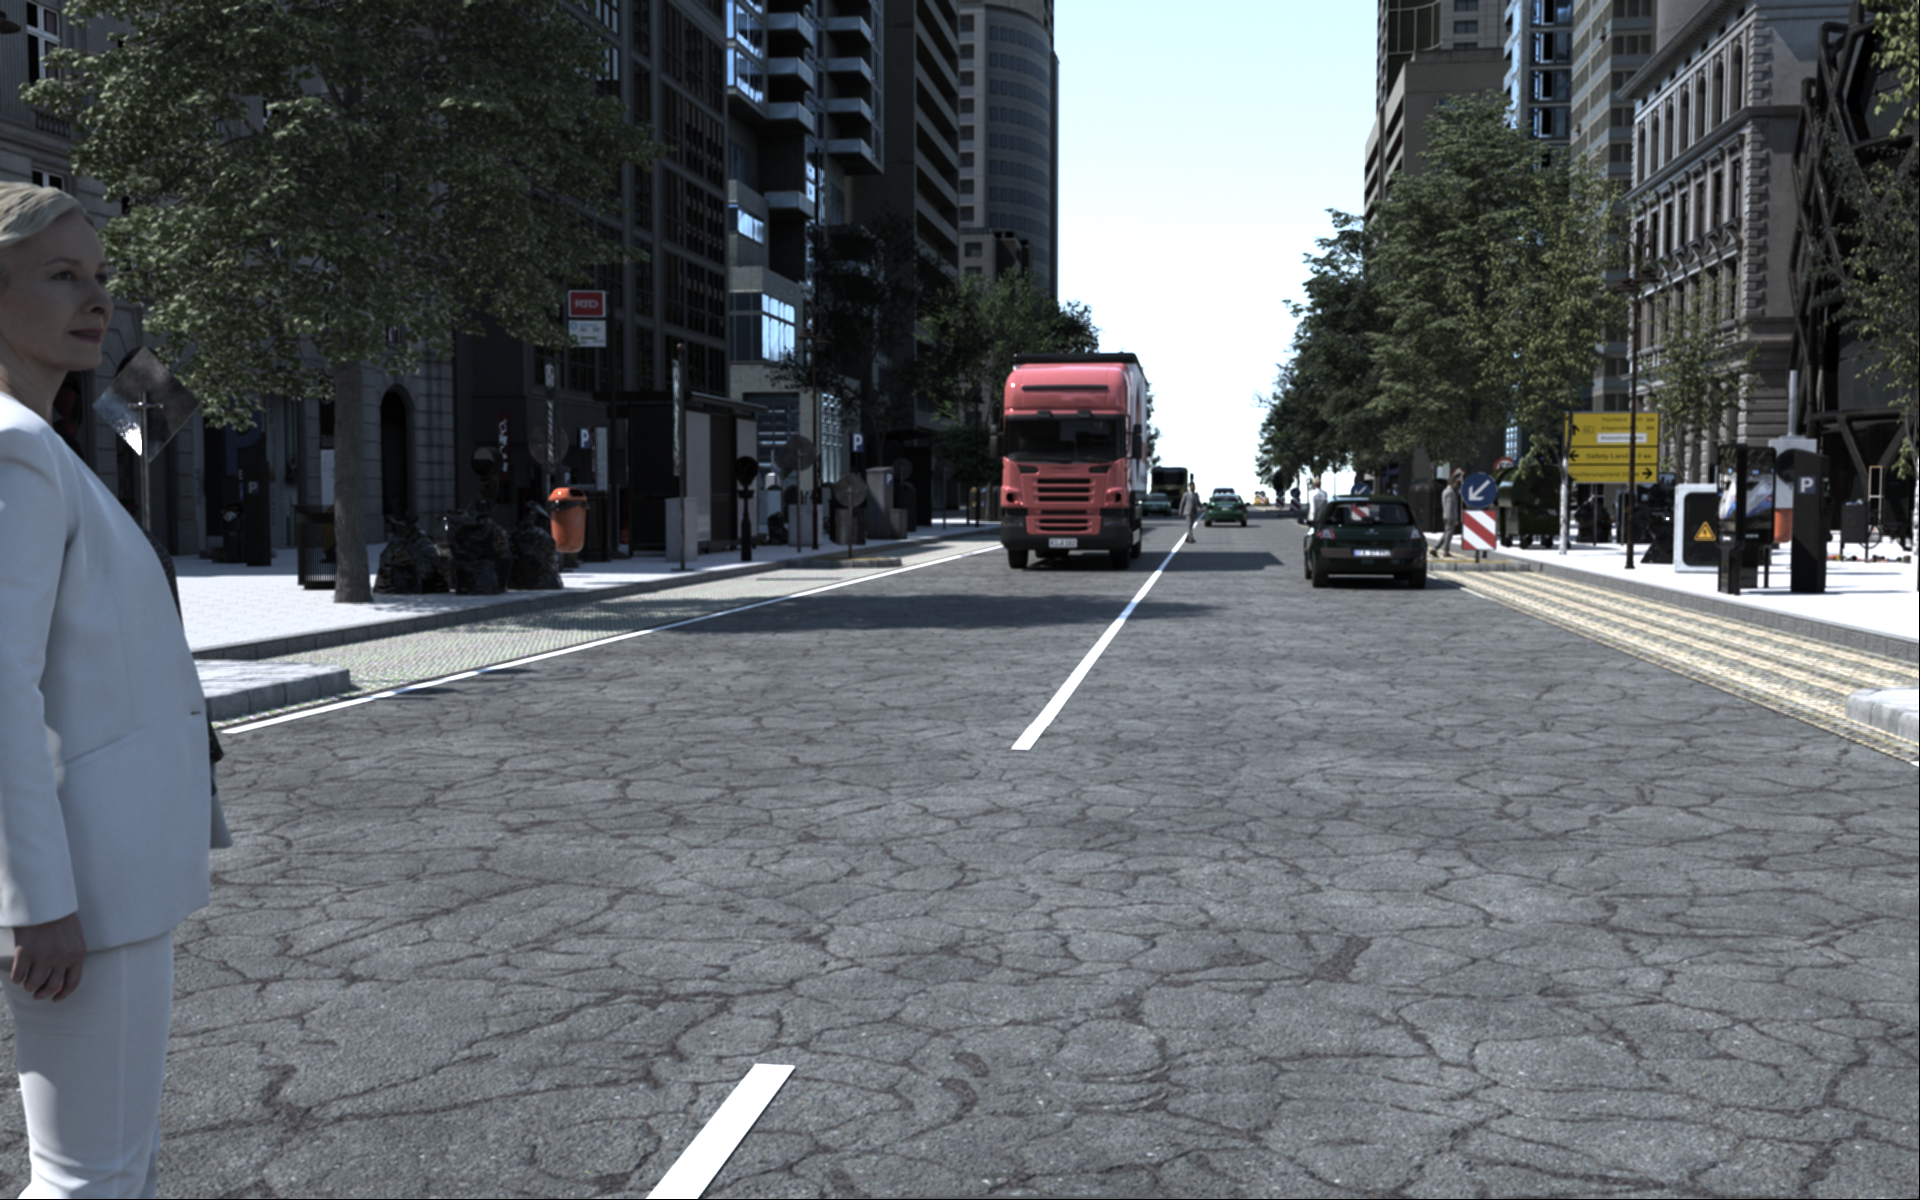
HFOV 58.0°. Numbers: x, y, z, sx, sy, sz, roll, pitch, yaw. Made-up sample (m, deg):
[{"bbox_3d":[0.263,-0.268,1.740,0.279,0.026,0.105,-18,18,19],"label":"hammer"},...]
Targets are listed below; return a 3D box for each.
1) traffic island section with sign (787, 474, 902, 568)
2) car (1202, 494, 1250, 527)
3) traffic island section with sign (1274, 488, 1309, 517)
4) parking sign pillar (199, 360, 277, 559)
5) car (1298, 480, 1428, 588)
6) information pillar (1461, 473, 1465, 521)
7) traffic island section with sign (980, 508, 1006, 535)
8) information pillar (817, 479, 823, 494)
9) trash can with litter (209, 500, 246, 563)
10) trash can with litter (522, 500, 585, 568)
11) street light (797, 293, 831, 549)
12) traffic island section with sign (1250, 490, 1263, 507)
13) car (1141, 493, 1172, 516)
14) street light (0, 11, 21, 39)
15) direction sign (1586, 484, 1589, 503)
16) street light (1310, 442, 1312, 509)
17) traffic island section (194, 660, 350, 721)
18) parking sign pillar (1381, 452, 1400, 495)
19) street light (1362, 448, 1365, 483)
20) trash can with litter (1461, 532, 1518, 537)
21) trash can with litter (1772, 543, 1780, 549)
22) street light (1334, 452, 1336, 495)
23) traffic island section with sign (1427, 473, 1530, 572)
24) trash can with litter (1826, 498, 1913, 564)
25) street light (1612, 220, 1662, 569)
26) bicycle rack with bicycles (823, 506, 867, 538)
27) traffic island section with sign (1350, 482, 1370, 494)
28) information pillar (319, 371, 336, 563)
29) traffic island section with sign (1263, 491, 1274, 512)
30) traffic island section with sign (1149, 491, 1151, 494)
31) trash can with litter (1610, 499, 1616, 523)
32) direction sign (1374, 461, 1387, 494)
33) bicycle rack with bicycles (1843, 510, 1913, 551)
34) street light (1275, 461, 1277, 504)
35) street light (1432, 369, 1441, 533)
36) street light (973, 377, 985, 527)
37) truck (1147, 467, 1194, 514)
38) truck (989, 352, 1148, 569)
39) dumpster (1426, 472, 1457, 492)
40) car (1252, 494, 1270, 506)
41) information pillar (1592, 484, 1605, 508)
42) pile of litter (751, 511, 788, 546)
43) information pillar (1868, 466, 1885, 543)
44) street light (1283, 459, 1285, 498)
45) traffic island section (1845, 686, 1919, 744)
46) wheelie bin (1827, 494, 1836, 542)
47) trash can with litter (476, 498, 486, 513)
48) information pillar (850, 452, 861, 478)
[{"bbox_3d":[-2.213,-1.563,34.177,1.989,1.847,2.006,1,4,8],"label":"traffic island section with sign"},{"bbox_3d":[11.826,-3.984,76.939,2.131,1.459,4.920,1,4,9],"label":"car"},{"bbox_3d":[20.970,-6.140,109.012,1.989,1.847,2.006,1,4,8],"label":"traffic island section with sign"},{"bbox_3d":[-14.460,-2.821,34.600,1.447,3.967,1.447,1,4,17],"label":"parking sign pillar"},{"bbox_3d":[6.463,-1.103,27.819,2.009,1.686,4.222,1,4,9],"label":"car"},{"bbox_3d":[17.421,-3.360,59.435,0.304,2.012,0.304,-2,4,-26],"label":"information pillar"},{"bbox_3d":[1.807,-3.213,61.162,1.989,1.847,2.006,1,4,8],"label":"traffic island section with sign"},{"bbox_3d":[-6.687,-4.749,82.130,0.304,2.012,0.304,2,4,26],"label":"information pillar"},{"bbox_3d":[-13.638,-1.275,32.238,1.055,1.170,0.624,3,4,37],"label":"trash can with litter"},{"bbox_3d":[-7.066,-1.148,30.159,1.055,1.170,0.624,0,4,8],"label":"trash can with litter"},{"bbox_3d":[-3.355,-4.111,39.995,0.468,5.910,1.993,1,4,8],"label":"street light"},{"bbox_3d":[33.076,-11.099,190.102,1.989,1.847,2.006,1,4,8],"label":"traffic island section with sign"},{"bbox_3d":[12.749,-6.340,112.455,1.959,1.807,4.718,1,4,10],"label":"car"},{"bbox_3d":[-7.450,-2.427,12.464,0.468,5.910,1.993,1,4,8],"label":"street light"},{"bbox_3d":[24.053,-4.548,66.360,0.379,3.537,0.876,1,4,12],"label":"direction sign"},{"bbox_3d":[26.783,-9.740,132.038,0.468,5.910,1.993,1,4,8],"label":"street light"},{"bbox_3d":[-5.553,0.638,11.845,2.009,0.180,2.903,1,4,8],"label":"traffic island section"},{"bbox_3d":[20.824,-5.785,83.059,1.447,3.967,1.447,1,4,9],"label":"parking sign pillar"},{"bbox_3d":[19.489,-6.779,83.623,0.468,5.910,1.993,1,4,8],"label":"street light"},{"bbox_3d":[15.902,-2.496,51.867,2.233,1.210,1.678,-1,4,-14],"label":"trash can with litter"},{"bbox_3d":[18.762,-1.772,40.353,0.624,1.170,1.055,1,4,13],"label":"trash can with litter"},{"bbox_3d":[22.799,-8.105,105.299,0.468,5.910,1.993,1,4,8],"label":"street light"},{"bbox_3d":[9.571,-1.473,32.704,1.989,1.847,2.006,1,4,8],"label":"traffic island section with sign"},{"bbox_3d":[17.177,-1.320,32.639,1.678,1.210,2.233,-2,4,-32],"label":"trash can with litter"},{"bbox_3d":[11.505,-3.473,29.570,0.468,5.910,1.993,1,4,8],"label":"street light"},{"bbox_3d":[-3.227,-2.344,51.712,2.925,0.926,2.852,0,4,6],"label":"bicycle rack with bicycles"},{"bbox_3d":[13.555,-3.106,59.404,1.989,1.847,2.006,1,4,8],"label":"traffic island section with sign"},{"bbox_3d":[-11.651,-2.498,32.198,0.504,3.616,0.183,0,4,5],"label":"information pillar"},{"bbox_3d":[24.960,-7.773,135.715,1.989,1.847,2.006,1,4,8],"label":"traffic island section with sign"},{"bbox_3d":[21.424,-11.243,192.456,1.989,1.847,2.006,1,4,8],"label":"traffic island section with sign"},{"bbox_3d":[28.770,-3.941,75.821,1.055,1.170,0.624,-2,4,-34],"label":"trash can with litter"},{"bbox_3d":[18.535,-5.159,76.348,0.876,3.537,0.379,-3,5,-40],"label":"direction sign"},{"bbox_3d":[22.030,-1.626,39.971,2.925,0.926,2.852,-1,4,-16],"label":"bicycle rack with bicycles"},{"bbox_3d":[39.231,-14.803,214.820,0.468,5.910,1.993,1,4,8],"label":"street light"},{"bbox_3d":[15.472,-5.109,56.312,0.468,5.910,1.993,1,4,8],"label":"street light"},{"bbox_3d":[0.667,-5.746,66.729,0.468,5.910,1.993,1,4,8],"label":"street light"},{"bbox_3d":[15.161,-7.909,125.231,3.469,3.379,9.791,0,4,8],"label":"truck"},{"bbox_3d":[2.572,-2.922,36.685,2.839,4.237,11.283,0,4,8],"label":"truck"},{"bbox_3d":[21.387,-4.581,77.391,1.502,2.255,1.985,1,4,8],"label":"dumpster"},{"bbox_3d":[34.735,-11.600,199.879,2.015,1.641,3.980,1,4,8],"label":"car"},{"bbox_3d":[19.867,-3.022,53.909,0.304,2.012,0.304,0,3,0],"label":"information pillar"},{"bbox_3d":[-4.894,-1.821,43.732,1.176,0.858,1.719,2,4,24],"label":"pile of litter"},{"bbox_3d":[24.211,-2.525,45.769,0.304,2.012,0.304,3,5,42],"label":"information pillar"},{"bbox_3d":[35.114,-13.158,187.921,0.468,5.910,1.993,1,4,8],"label":"street light"},{"bbox_3d":[6.505,0.748,10.046,2.009,0.180,2.903,1,4,8],"label":"traffic island section"},{"bbox_3d":[22.986,-2.357,46.453,0.693,1.594,0.980,0,4,-7],"label":"wheelie bin"},{"bbox_3d":[-11.245,-1.879,41.775,1.678,1.210,2.233,1,4,9],"label":"trash can with litter"},{"bbox_3d":[-4.055,-4.625,66.975,0.504,3.616,0.183,3,4,38],"label":"information pillar"}]
